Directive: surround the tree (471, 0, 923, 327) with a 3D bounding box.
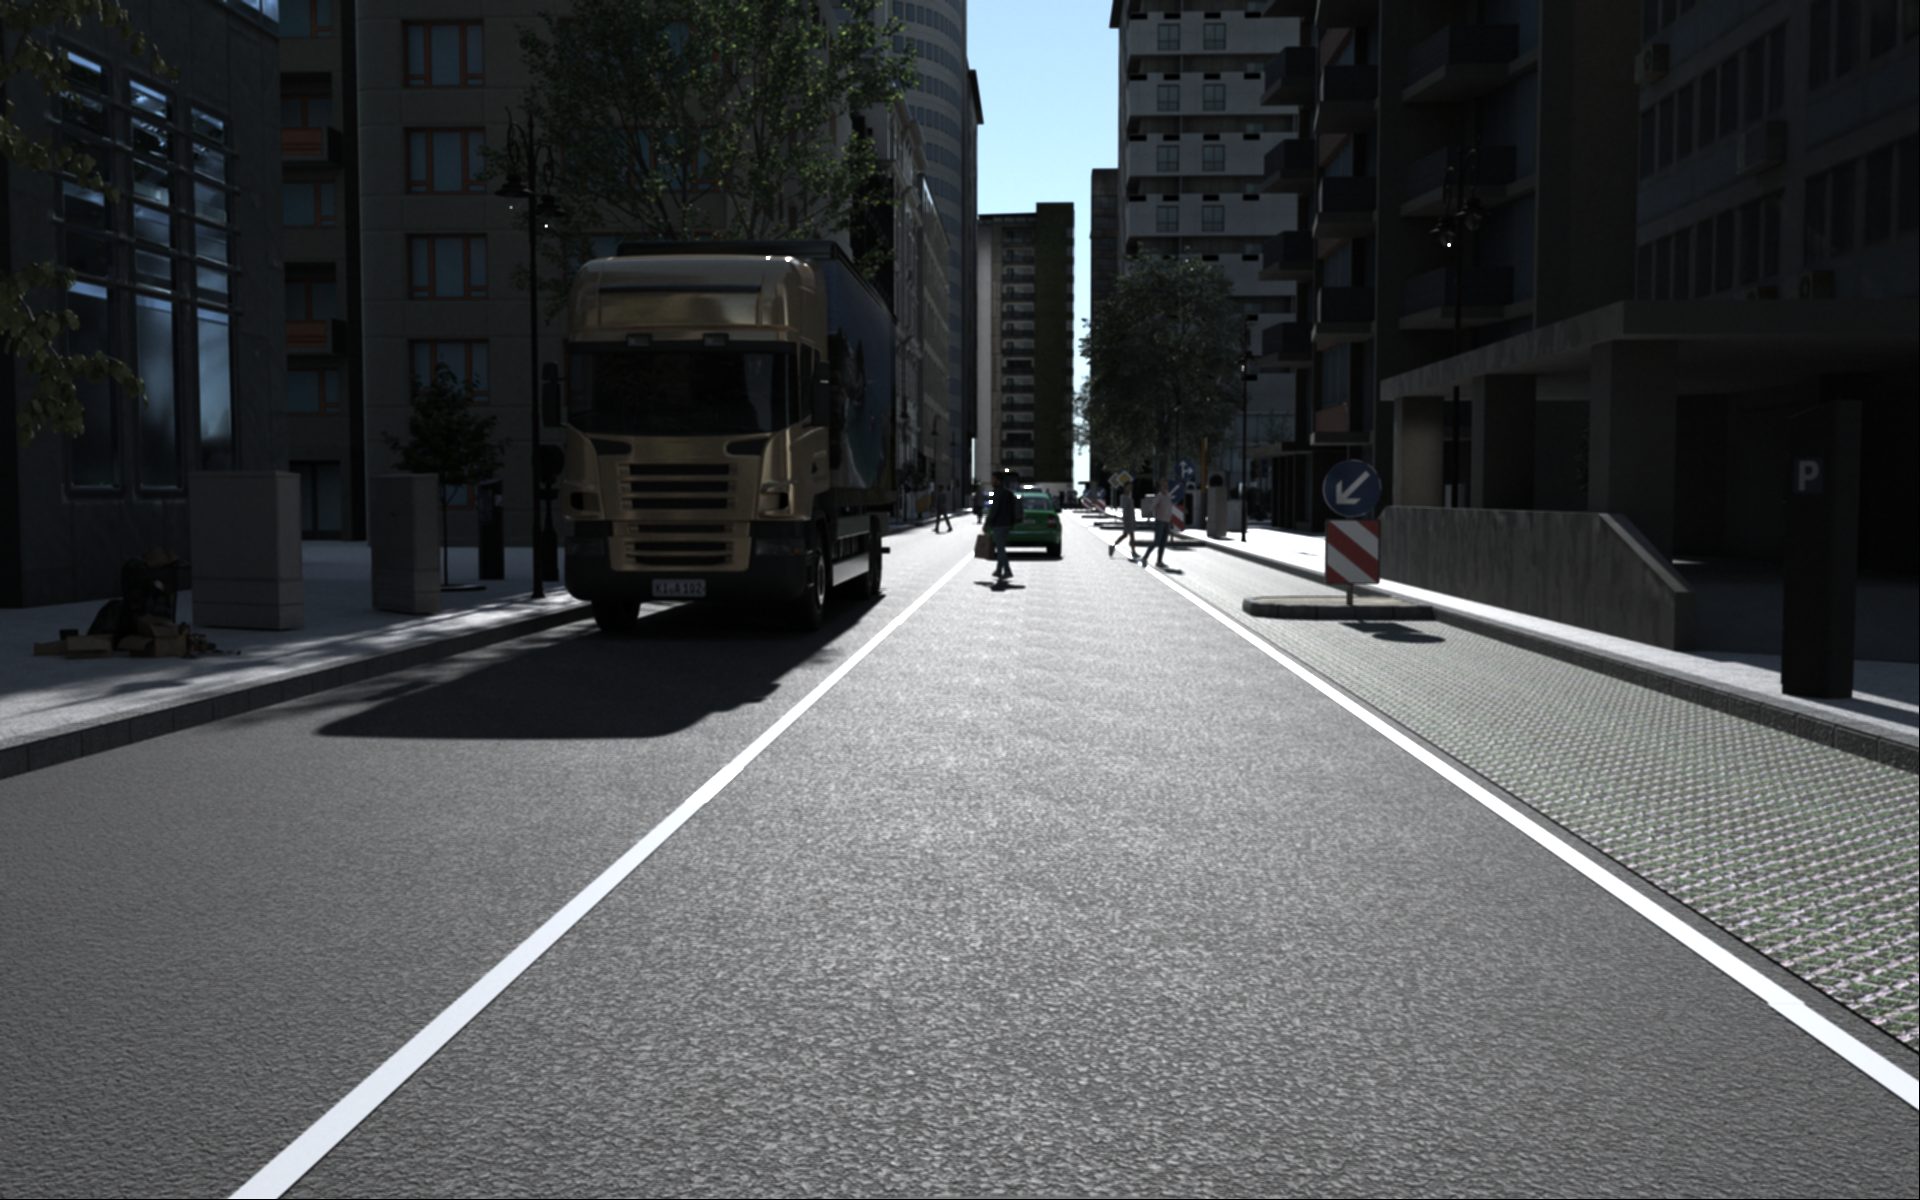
[{"bbox_3d":[-4.825,-6.503,32.077,9.928,11.665,9.643,0,3,0],"label":"tree"}]

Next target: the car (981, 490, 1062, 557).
[{"bbox_3d":[1.467,-1.975,41.086,1.959,1.807,4.718,0,4,1],"label":"car"}]

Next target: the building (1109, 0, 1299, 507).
[{"bbox_3d":[29.228,-35.354,167.276,28.713,52.752,27.495,0,4,3],"label":"building"}]

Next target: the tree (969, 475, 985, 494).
[{"bbox_3d":[1.566,-11.001,174.471,1.663,3.219,1.824,0,3,0],"label":"tree"}]

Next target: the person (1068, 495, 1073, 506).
[{"bbox_3d":[12.886,-11.518,200.038,0.991,1.433,0.599,2,4,25],"label":"person"}]

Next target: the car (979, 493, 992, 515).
[{"bbox_3d":[2.018,-6.217,111.241,1.945,1.707,3.694,0,4,1],"label":"car"}]

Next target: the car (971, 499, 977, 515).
[{"bbox_3d":[1.886,-6.940,122.505,2.155,1.783,4.494,0,4,3],"label":"car"}]

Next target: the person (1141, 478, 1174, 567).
[{"bbox_3d":[3.794,-1.503,33.742,0.598,1.740,0.731,2,4,29],"label":"person"}]

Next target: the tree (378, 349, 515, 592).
[{"bbox_3d":[-6.959,-1.736,22.991,1.663,3.219,1.824,0,3,0],"label":"tree"}]

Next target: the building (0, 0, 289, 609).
[{"bbox_3d":[-20.033,-42.570,8.690,22.319,86.520,31.000,0,4,3],"label":"building"}]

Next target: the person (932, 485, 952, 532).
[{"bbox_3d":[-0.664,-3.475,65.589,0.850,1.792,0.678,-2,4,-34],"label":"person"}]

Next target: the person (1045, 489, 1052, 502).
[{"bbox_3d":[6.472,-7.304,127.943,0.581,1.822,0.654,1,4,11],"label":"person"}]

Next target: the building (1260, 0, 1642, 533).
[{"bbox_3d":[21.196,-24.390,53.401,22.147,44.769,28.867,0,4,3],"label":"building"}]

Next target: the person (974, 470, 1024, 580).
[{"bbox_3d":[0.635,-1.243,28.804,0.794,1.824,0.713,-3,5,-40],"label":"person"}]

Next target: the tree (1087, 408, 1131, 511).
[{"bbox_3d":[11.959,-11.210,133.642,4.737,8.622,4.395,0,3,0],"label":"tree"}]

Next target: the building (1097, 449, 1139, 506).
[{"bbox_3d":[27.320,-53.999,195.556,22.319,86.520,31.000,0,4,3],"label":"building"}]

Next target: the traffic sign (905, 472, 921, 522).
[{"bbox_3d":[-2.175,-4.603,78.900,0.795,2.450,0.064,0,4,3],"label":"traffic sign"}]

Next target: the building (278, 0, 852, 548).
[{"bbox_3d":[-19.310,-12.852,55.174,28.899,21.520,27.650,0,4,3],"label":"building"}]

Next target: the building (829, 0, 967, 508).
[{"bbox_3d":[-10.412,-38.262,167.580,21.231,58.520,28.212,0,4,3],"label":"building"}]

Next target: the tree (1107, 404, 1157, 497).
[{"bbox_3d":[12.035,-10.480,121.711,4.360,8.622,3.978,0,3,0],"label":"tree"}]

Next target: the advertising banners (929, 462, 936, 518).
[{"bbox_3d":[-1.514,-6.039,94.922,0.090,3.025,2.074,1,4,9],"label":"advertising banners"}]

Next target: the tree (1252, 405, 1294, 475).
[{"bbox_3d":[26.166,-11.768,142.772,4.360,8.622,3.978,0,3,0],"label":"tree"}]

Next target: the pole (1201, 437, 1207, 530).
[{"bbox_3d":[8.787,-4.194,62.419,0.158,3.312,0.155,0,3,0],"label":"pole"}]

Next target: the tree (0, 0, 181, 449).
[{"bbox_3d":[-5.828,-3.604,9.283,4.737,8.622,4.395,0,3,0],"label":"tree"}]

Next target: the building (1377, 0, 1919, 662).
[{"bbox_3d":[22.237,-20.013,19.090,32.217,40.220,23.993,0,4,3],"label":"building"}]

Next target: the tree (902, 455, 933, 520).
[{"bbox_3d":[-2.363,-5.489,84.339,1.663,3.219,1.824,0,3,0],"label":"tree"}]

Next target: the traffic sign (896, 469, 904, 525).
[{"bbox_3d":[-2.583,-4.217,71.074,0.606,2.300,0.079,1,4,11],"label":"traffic sign"}]

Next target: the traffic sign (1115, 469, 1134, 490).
[{"bbox_3d":[6.691,-4.088,70.479,0.795,2.450,0.064,0,4,3],"label":"traffic sign"}]

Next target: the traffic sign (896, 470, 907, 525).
[{"bbox_3d":[-2.542,-4.115,70.923,0.795,2.450,0.064,0,4,3],"label":"traffic sign"}]

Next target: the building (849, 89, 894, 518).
[{"bbox_3d":[-10.147,-15.789,87.820,12.332,23.373,15.834,0,4,3],"label":"building"}]

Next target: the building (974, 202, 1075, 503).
[{"bbox_3d":[9.030,-34.324,244.787,14.086,41.232,14.154,0,4,3],"label":"building"}]

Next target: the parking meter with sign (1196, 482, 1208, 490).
[{"bbox_3d":[15.497,-7.014,110.946,1.738,3.016,0.543,3,5,41],"label":"parking meter with sign"}]

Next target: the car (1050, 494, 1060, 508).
[{"bbox_3d":[8.367,-9.138,161.413,2.014,1.417,4.499,0,4,5],"label":"car"}]

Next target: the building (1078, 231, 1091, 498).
[{"bbox_3d":[31.472,-36.271,247.654,28.867,44.769,22.147,0,4,3],"label":"building"}]

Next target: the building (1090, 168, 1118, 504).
[{"bbox_3d":[23.508,-32.786,219.638,14.154,41.232,14.086,0,4,3],"label":"building"}]

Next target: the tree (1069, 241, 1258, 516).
[{"bbox_3d":[10.492,-11.125,88.542,9.857,13.997,8.962,0,3,0],"label":"tree"}]

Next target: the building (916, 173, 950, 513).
[{"bbox_3d":[-11.309,-20.317,136.703,19.350,26.468,34.151,0,4,3],"label":"building"}]

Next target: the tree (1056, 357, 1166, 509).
[{"bbox_3d":[13.200,-14.525,147.858,12.009,13.543,11.850,0,3,0],"label":"tree"}]

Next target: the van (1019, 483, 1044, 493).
[{"bbox_3d":[3.996,-5.490,96.772,2.013,2.044,4.112,0,4,3],"label":"van"}]

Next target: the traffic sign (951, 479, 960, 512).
[{"bbox_3d":[-0.327,-7.237,120.448,0.606,2.300,0.079,0,4,7],"label":"traffic sign"}]

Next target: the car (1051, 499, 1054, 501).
[{"bbox_3d":[5.551,-6.768,122.453,2.131,1.459,4.920,0,4,4],"label":"car"}]

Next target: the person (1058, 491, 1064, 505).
[{"bbox_3d":[12.874,-12.910,219.583,0.705,1.823,1.348,3,4,37],"label":"person"}]

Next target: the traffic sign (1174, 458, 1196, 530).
[{"bbox_3d":[7.978,-3.757,61.531,0.768,2.556,0.104,0,4,7],"label":"traffic sign"}]

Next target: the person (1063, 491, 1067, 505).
[{"bbox_3d":[13.527,-13.338,226.560,1.348,1.826,0.705,2,4,23],"label":"person"}]

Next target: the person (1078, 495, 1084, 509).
[{"bbox_3d":[11.634,-9.400,165.381,0.799,1.438,0.628,0,4,5],"label":"person"}]

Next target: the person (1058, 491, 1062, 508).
[{"bbox_3d":[9.994,-10.072,173.631,0.568,1.767,0.683,-1,4,-15],"label":"person"}]

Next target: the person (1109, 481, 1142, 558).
[{"bbox_3d":[3.738,-1.818,38.968,0.760,1.731,0.466,-1,4,-22],"label":"person"}]

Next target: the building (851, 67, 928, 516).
[{"bbox_3d":[-9.559,-19.567,107.313,14.401,28.519,23.554,0,4,3],"label":"building"}]

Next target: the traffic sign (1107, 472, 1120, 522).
[{"bbox_3d":[7.059,-4.576,78.456,0.795,2.450,0.064,0,4,3],"label":"traffic sign"}]

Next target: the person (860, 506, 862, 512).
[{"bbox_3d":[-4.192,-3.820,73.547,0.523,1.515,0.503,-2,4,-34],"label":"person"}]

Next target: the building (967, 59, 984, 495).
[{"bbox_3d":[-11.255,-38.264,214.847,27.495,52.752,28.713,0,4,3],"label":"building"}]

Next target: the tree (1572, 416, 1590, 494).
[{"bbox_3d":[13.525,-2.585,36.874,1.663,3.219,1.824,0,3,0],"label":"tree"}]

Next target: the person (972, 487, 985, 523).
[{"bbox_3d":[0.885,-4.710,85.698,0.709,1.800,0.728,0,4,-4],"label":"person"}]
